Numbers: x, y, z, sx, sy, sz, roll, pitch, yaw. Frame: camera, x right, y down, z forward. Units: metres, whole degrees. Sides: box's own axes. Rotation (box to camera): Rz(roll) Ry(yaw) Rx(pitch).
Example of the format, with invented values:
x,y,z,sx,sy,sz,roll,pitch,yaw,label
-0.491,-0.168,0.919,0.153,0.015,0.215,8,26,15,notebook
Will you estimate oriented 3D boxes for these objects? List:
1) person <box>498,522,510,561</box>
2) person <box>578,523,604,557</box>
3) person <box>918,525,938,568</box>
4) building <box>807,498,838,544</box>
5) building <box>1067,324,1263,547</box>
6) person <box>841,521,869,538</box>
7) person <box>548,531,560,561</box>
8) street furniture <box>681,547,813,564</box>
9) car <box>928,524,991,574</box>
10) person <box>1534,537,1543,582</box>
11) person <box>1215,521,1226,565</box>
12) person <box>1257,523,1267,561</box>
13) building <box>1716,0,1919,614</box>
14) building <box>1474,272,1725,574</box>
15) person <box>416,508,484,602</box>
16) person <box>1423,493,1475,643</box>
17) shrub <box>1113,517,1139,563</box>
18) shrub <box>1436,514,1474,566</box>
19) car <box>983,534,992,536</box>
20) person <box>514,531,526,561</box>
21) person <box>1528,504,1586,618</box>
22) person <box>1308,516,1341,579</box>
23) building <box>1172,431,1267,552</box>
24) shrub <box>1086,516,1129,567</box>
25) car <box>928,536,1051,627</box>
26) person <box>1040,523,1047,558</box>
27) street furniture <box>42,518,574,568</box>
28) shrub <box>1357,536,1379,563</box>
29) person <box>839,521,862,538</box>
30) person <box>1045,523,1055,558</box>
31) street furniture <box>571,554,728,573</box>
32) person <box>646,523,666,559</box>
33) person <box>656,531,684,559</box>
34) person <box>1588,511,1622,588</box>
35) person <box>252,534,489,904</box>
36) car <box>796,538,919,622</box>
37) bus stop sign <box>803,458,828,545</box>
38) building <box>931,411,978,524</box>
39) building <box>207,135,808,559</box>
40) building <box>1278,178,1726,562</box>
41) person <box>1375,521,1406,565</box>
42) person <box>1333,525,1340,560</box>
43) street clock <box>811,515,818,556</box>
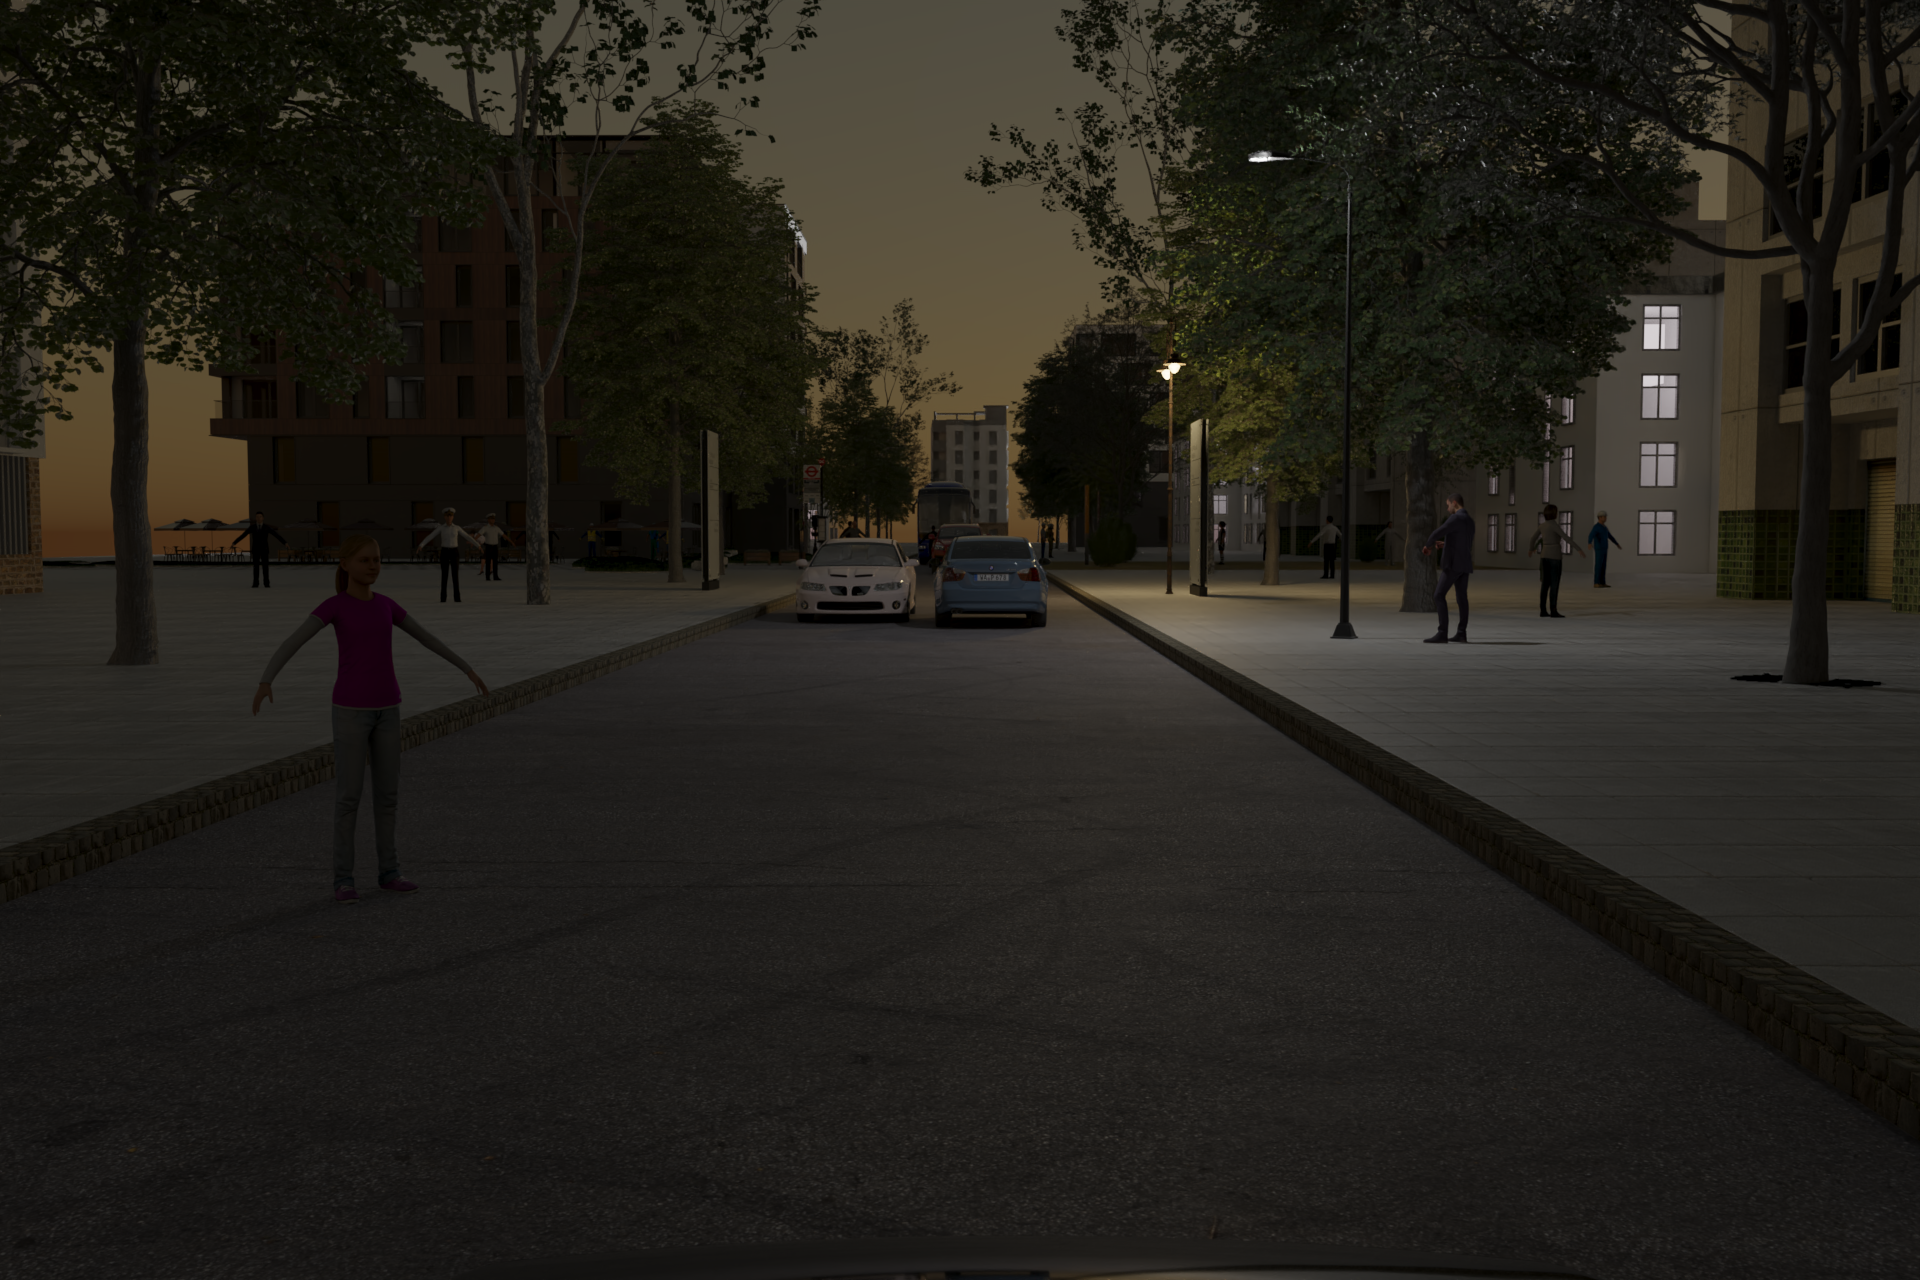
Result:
x,y,z,sx,sy,sz,roll,pitch,yaw,label
-21.960,-4.742,83.315,0.705,1.856,1.354,1,4,15,person
-18.716,-5.018,88.018,1.349,1.833,0.705,0,4,7,person
-1.127,-3.973,73.639,1.346,1.802,0.704,0,4,3,person
-20.470,-17.510,228.440,9.099,9.664,28.070,0,4,1,building
25.317,-20.869,185.183,27.936,21.610,32.646,0,4,0,building
-4.085,-3.724,67.155,1.348,1.796,0.705,-1,4,-11,person
-19.540,-4.666,82.222,0.705,1.837,1.347,3,5,45,person
-9.441,-3.835,78.329,5.734,0.657,10.072,0,4,8,street furniture
0.002,-3.328,63.082,2.281,1.827,5.304,0,4,0,car
15.797,-2.288,46.613,0.989,1.438,0.599,-2,4,-27,person
10.934,-4.062,72.556,0.704,1.843,1.345,0,4,-4,person
14.655,-4.681,82.658,0.705,1.813,1.348,-3,4,-37,person
23.589,-9.322,18.874,16.747,18.905,31.486,0,4,1,building
25.207,-6.995,56.512,9.099,9.664,28.070,0,4,1,building
-9.587,-1.596,32.556,1.216,1.778,0.721,-1,4,-21,person
5.747,-0.857,20.502,0.568,1.767,0.683,3,5,44,person
7.142,-4.436,76.940,1.690,2.028,1.600,0,3,0,shrub
18.176,-3.681,64.218,1.661,2.075,1.752,0,3,0,shrub
0.702,-3.588,70.456,2.131,1.459,4.920,0,4,0,car
-19.975,-4.531,80.274,1.347,1.806,0.705,0,4,-8,person
9.154,-1.216,26.644,0.721,1.744,1.215,-1,4,-22,person
10.565,-2.661,49.658,1.344,1.810,0.704,-2,4,-28,person
22.263,-11.671,132.966,9.099,9.664,28.070,0,4,1,building
5.753,-3.858,67.494,1.690,2.028,1.600,0,3,0,shrub
0.484,-0.977,27.973,2.014,1.417,4.499,0,4,0,car
4.182,-4.921,86.308,0.705,1.847,1.347,0,4,5,person
-30.804,-4.044,71.151,27.439,1.986,14.083,0,4,7,street furniture
18.222,-4.052,77.366,1.383,1.207,1.383,0,3,0,shrub
-4.379,-3.866,69.344,1.346,1.812,0.704,2,4,33,person
4.923,-5.359,93.383,0.705,1.858,1.354,0,4,-4,person
-11.067,-2.843,62.107,5.734,0.657,10.072,-1,4,-12,street furniture
-14.810,-4.769,84.094,1.347,1.817,0.704,3,4,37,person
-12.088,-4.028,72.315,1.216,1.772,0.721,0,4,7,person
15.362,-2.174,41.423,1.347,1.842,0.705,-3,4,-38,person
-2.305,0.301,6.806,0.599,1.433,0.991,3,5,42,person
-1.725,-1.064,29.755,2.083,1.381,4.827,0,4,1,car
-5.072,-4.419,60.952,0.855,3.939,0.416,0,4,1,bus stop sign
-4.057,-24.440,258.467,11.380,20.090,16.016,0,4,6,building
-24.727,-15.987,105.357,27.936,21.610,32.646,0,4,0,building
28.236,-13.960,94.710,16.747,18.905,31.486,0,4,0,building
17.560,-3.947,70.713,1.347,1.806,0.705,0,4,-4,person
18.546,-4.819,85.513,0.721,1.740,1.216,2,4,32,person
-5.403,-3.675,64.649,0.358,2.002,0.471,0,4,2,street clock
